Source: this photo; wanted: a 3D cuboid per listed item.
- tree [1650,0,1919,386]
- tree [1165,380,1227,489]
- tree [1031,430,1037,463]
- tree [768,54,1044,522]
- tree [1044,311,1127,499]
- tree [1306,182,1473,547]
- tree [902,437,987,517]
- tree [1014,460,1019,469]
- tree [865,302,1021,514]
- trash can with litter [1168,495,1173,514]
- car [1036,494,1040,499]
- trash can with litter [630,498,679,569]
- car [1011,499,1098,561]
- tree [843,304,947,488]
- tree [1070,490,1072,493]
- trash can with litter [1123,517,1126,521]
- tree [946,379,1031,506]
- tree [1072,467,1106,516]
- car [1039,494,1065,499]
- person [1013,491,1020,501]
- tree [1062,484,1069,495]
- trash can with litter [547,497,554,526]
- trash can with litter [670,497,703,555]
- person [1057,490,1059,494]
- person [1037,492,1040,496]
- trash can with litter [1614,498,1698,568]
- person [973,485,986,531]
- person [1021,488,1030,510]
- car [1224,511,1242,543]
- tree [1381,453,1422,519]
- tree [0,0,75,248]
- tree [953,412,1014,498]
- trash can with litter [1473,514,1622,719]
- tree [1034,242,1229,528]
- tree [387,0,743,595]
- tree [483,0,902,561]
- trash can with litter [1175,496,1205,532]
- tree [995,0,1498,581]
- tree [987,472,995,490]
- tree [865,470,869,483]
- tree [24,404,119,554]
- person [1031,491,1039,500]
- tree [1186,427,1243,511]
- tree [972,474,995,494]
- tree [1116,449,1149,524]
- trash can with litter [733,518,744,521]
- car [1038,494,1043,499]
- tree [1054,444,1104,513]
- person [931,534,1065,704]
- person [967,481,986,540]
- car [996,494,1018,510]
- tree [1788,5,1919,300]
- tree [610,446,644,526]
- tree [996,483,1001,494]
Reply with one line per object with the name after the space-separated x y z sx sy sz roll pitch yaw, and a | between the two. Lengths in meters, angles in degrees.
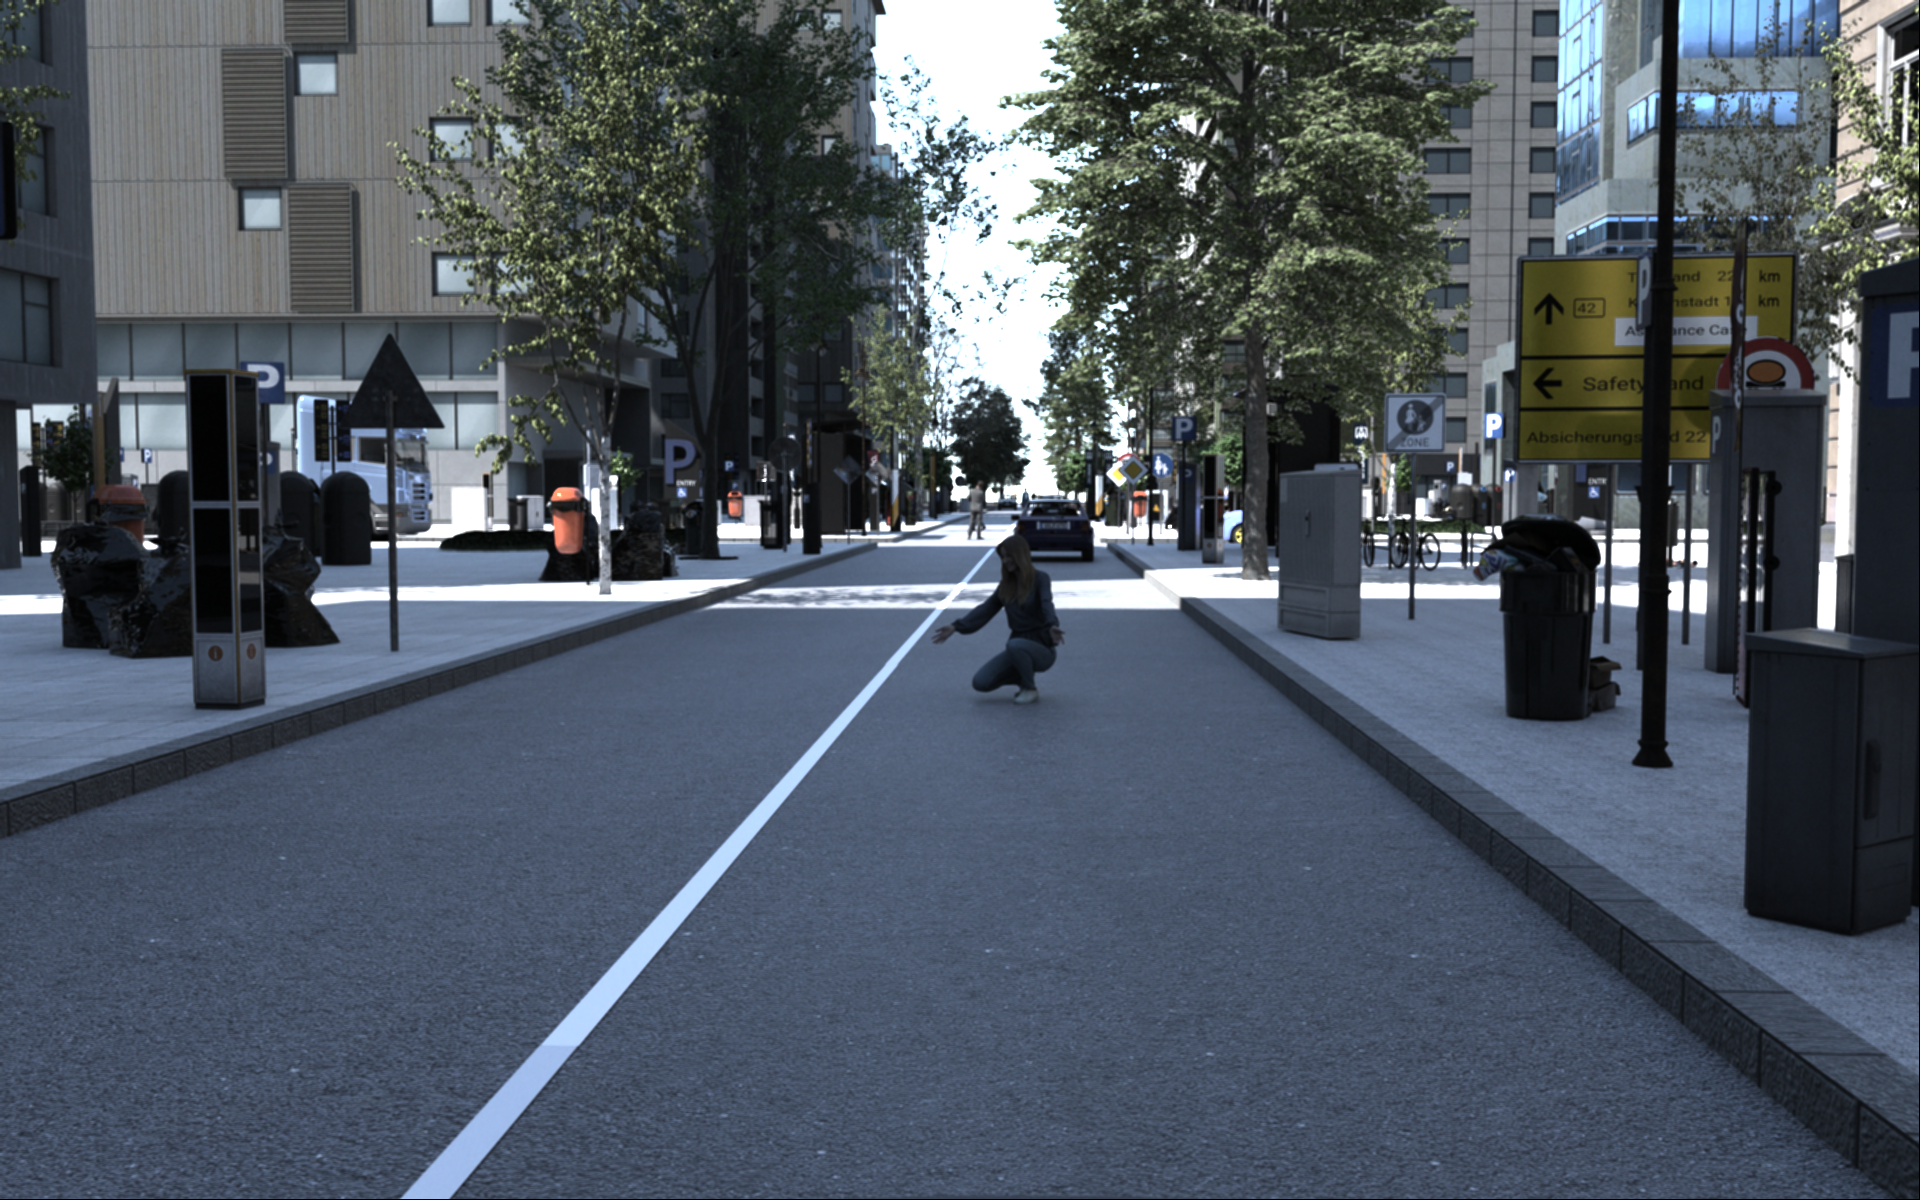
12.748 -4.678 26.850 4.360 8.622 3.978 0 3 0 | tree
14.646 -9.613 107.531 4.737 8.622 4.395 0 3 0 | tree
6.228 -21.313 255.115 9.857 13.997 8.962 0 3 0 | tree
-2.787 -13.561 77.612 12.611 20.169 13.585 0 3 0 | tree
12.569 -19.653 177.208 12.611 20.169 13.585 0 3 0 | tree
10.403 -5.590 41.761 4.737 8.622 4.395 0 3 0 | tree
-1.672 -7.048 98.943 4.285 4.588 4.351 0 3 0 | tree
5.802 -17.895 242.947 4.360 8.622 3.978 0 3 0 | tree
-1.321 -12.312 111.668 12.009 13.543 11.850 0 3 0 | tree
14.299 -6.830 122.734 1.678 1.210 2.233 2 4 33 | trash can with litter
12.633 -15.749 267.289 2.009 1.686 4.222 0 4 3 | car
-5.662 -1.094 28.952 2.233 1.210 1.678 -1 4 -23 | trash can with litter
2.088 -1.570 38.246 1.945 1.354 3.894 0 4 4 | car
-2.530 -7.067 65.908 4.737 8.622 4.395 0 3 0 | tree
11.754 -10.569 167.410 1.663 3.219 1.824 0 3 0 | tree
7.758 -4.391 83.182 0.624 1.170 1.055 -1 4 -22 | trash can with litter
2.615 -17.405 191.228 9.857 13.997 8.962 0 3 0 | tree
7.820 -6.468 100.359 1.663 3.219 1.824 0 3 0 | tree
4.815 -4.954 90.780 2.009 1.686 4.222 0 4 2 | car
7.006 -12.856 218.787 1.348 1.812 0.705 1 4 19 | person
13.216 -13.184 210.161 1.663 3.219 1.824 0 3 0 | tree
-15.706 -3.481 68.309 1.055 1.170 0.624 -3 5 -44 | trash can with litter
-5.724 -1.533 36.447 0.624 1.170 1.055 -3 5 -41 | trash can with litter
6.772 -6.732 119.567 0.512 1.701 0.522 2 4 24 | person
13.053 -16.897 284.900 1.348 1.807 0.705 2 4 34 | person
12.595 -1.216 30.931 1.678 1.210 2.233 1 4 20 | trash can with litter
0.674 -3.627 67.902 0.767 1.812 0.694 0 4 -6 | person
3.907 -5.789 103.175 0.581 1.822 0.654 0 4 3 | person
8.881 -2.356 48.118 3.694 1.707 1.945 0 4 2 | car
19.133 -4.878 74.350 1.663 3.219 1.824 0 3 0 | tree
-12.819 -4.307 20.786 4.737 8.622 4.395 0 3 0 | tree
1.530 -12.252 150.683 4.360 8.622 3.978 0 3 0 | tree
3.484 0.075 10.166 0.624 1.170 1.055 3 4 37 | trash can with litter
6.397 -7.991 65.062 8.767 10.594 7.601 2 4 28 | tree
-4.716 -4.383 22.028 4.737 8.622 4.395 0 3 0 | tree
-4.985 -6.592 33.535 9.928 11.665 9.643 0 3 0 | tree
7.332 -2.656 54.815 1.055 1.170 0.624 2 4 23 | trash can with litter
4.061 -6.545 25.136 7.486 12.596 7.792 0 3 0 | tree
1.789 -11.973 179.476 4.285 4.588 4.351 0 3 0 | tree
-6.721 -7.689 120.318 1.663 3.219 1.824 0 3 0 | tree
-18.893 -2.607 37.219 1.663 3.219 1.824 0 3 0 | tree
7.679 -10.330 177.929 0.617 1.759 0.750 2 4 34 | person
13.191 -6.021 82.153 4.285 4.588 4.351 0 3 0 | tree
2.117 -10.586 167.685 1.663 3.219 1.824 0 3 0 | tree
7.403 -4.825 73.485 1.663 3.219 1.824 0 3 0 | tree
-9.829 -4.343 82.061 2.233 1.210 1.678 -2 4 -26 | trash can with litter
7.906 -9.143 159.716 2.015 1.641 3.980 0 4 3 | car
8.264 -7.939 113.509 4.285 4.588 4.351 0 3 0 | tree
0.413 0.128 11.913 0.738 1.151 1.012 -3 5 -44 | person
0.520 -2.836 54.678 0.655 1.846 0.447 1 4 21 | person
4.297 -8.990 156.777 2.009 1.686 4.222 0 4 2 | car
12.068 -4.262 20.047 4.737 8.622 4.395 0 3 0 | tree
-13.737 -4.578 69.452 1.663 3.219 1.824 0 3 0 | tree
4.752 -14.847 237.343 1.663 3.219 1.824 0 3 0 | tree
